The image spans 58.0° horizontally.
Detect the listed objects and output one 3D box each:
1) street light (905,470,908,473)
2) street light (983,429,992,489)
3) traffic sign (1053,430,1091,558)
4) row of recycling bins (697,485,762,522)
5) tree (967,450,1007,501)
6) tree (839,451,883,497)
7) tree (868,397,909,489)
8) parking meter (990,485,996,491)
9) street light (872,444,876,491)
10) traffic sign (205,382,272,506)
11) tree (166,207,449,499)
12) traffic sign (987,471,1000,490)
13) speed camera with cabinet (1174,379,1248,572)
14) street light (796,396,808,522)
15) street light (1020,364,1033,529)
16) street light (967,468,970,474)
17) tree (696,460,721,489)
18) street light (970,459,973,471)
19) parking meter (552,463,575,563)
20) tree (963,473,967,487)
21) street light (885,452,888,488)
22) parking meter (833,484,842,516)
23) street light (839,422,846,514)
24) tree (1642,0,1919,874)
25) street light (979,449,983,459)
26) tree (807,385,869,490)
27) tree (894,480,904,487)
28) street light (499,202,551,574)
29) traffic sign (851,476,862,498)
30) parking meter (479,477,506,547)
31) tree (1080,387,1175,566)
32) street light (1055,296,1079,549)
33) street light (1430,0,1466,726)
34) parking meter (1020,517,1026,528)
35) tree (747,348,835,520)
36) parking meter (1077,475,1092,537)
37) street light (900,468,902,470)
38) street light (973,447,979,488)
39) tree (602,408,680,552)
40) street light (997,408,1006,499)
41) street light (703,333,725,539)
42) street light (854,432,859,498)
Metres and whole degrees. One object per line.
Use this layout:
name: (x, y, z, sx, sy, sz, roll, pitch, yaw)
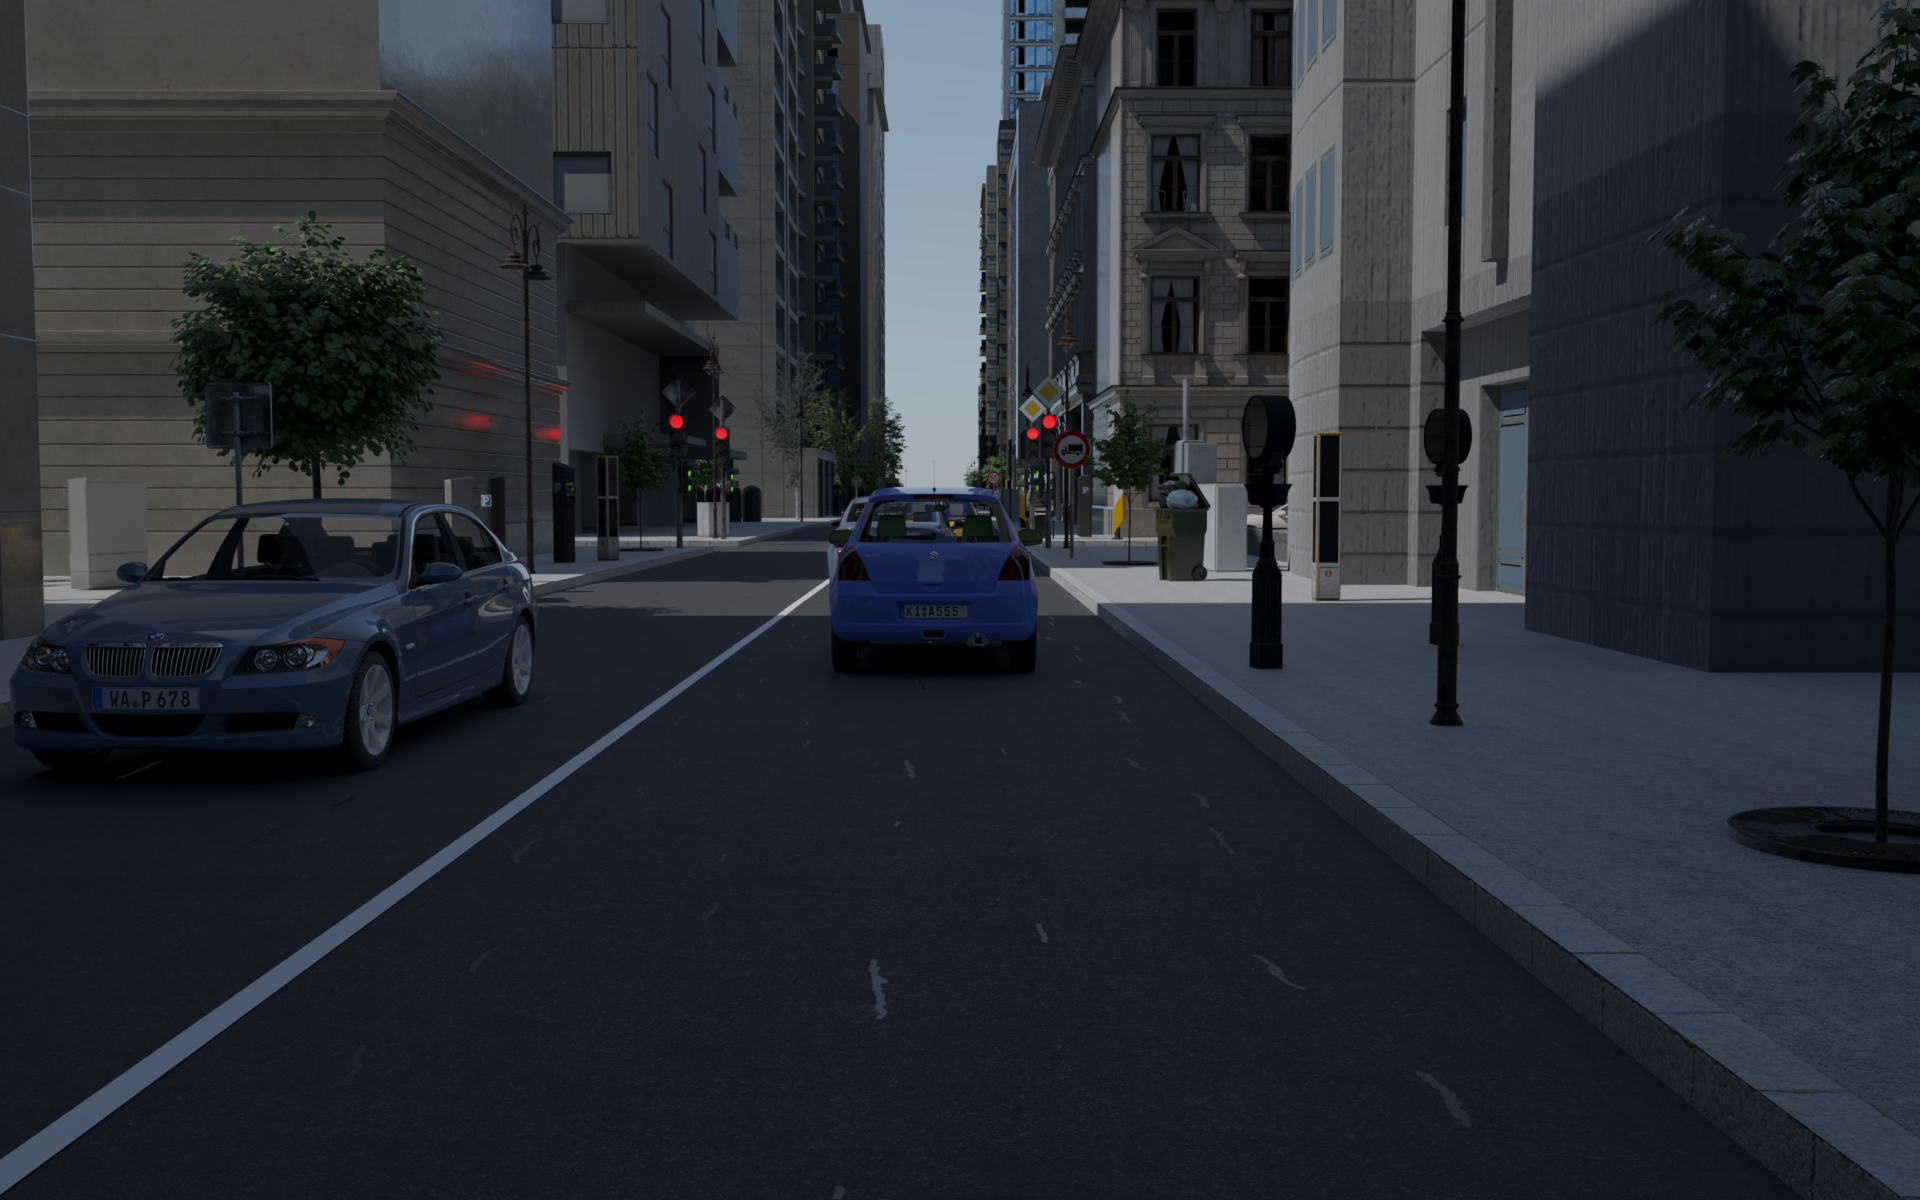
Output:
street light: (-8.418, -18.221, 270.703, 0.468, 5.910, 1.993, 0, 4, 0)
street light: (2.087, -9.200, 123.203, 0.468, 5.910, 1.993, 0, 4, 0)
traffic sign: (2.238, -2.111, 34.626, 0.768, 2.556, 0.104, 1, 4, 9)
row of recycling bins: (-10.781, -4.403, 79.106, 3.534, 1.692, 1.069, -2, 4, -24)
tree: (3.173, -8.851, 128.426, 4.285, 4.588, 4.351, 0, 3, 0)
tree: (-7.539, -9.027, 131.299, 4.285, 4.588, 4.351, 0, 3, 0)
tree: (-9.486, -17.303, 201.025, 7.486, 12.596, 7.792, 0, 3, 0)
parking meter: (1.890, -5.714, 99.138, 0.255, 1.863, 0.399, 2, 4, 26)
street light: (-7.723, -11.224, 156.306, 0.468, 5.910, 1.993, 0, 4, 0)
traffic sign: (-6.608, -0.841, 15.888, 0.606, 2.300, 0.079, 0, 4, 2)
tree: (-7.492, -2.216, 19.938, 4.285, 4.588, 4.351, 0, 3, 0)
traffic sign: (1.867, -5.881, 96.267, 0.768, 2.556, 0.104, 0, 4, 5)
speed camera with cabinet: (4.236, -2.140, 29.326, 0.660, 3.252, 2.038, -1, 4, -13)
street light: (-7.363, -6.585, 80.450, 0.468, 5.910, 1.993, 0, 4, 0)
street light: (2.400, -5.435, 61.655, 0.468, 5.910, 1.993, 0, 4, 0)
street light: (1.489, -15.193, 221.189, 0.468, 5.910, 1.993, 0, 4, 0)
tree: (-12.721, -6.204, 85.152, 4.285, 4.588, 4.351, 0, 3, 0)
street light: (1.652, -13.920, 200.386, 0.468, 5.910, 1.993, 0, 4, 0)
parking meter: (-7.368, -1.622, 32.233, 0.399, 1.863, 0.255, 3, 4, 38)
tree: (1.836, -13.694, 207.608, 4.285, 4.588, 4.351, 0, 3, 0)
street light: (-7.965, -13.091, 186.817, 0.468, 5.910, 1.993, 0, 4, 0)
parking meter: (-7.159, -5.796, 100.472, 0.399, 1.863, 0.255, 1, 4, 16)
street light: (-7.458, -8.450, 110.945, 0.468, 5.910, 1.993, 0, 4, 0)
tree: (3.285, -0.718, 6.344, 1.663, 3.219, 1.824, 0, 3, 0)
street light: (1.952, -10.184, 139.292, 0.468, 5.910, 1.993, 0, 4, 0)
tree: (-8.480, -10.253, 118.001, 4.737, 8.622, 4.395, 0, 3, 0)
tree: (-8.256, -15.457, 247.318, 1.663, 3.219, 1.824, 0, 3, 0)
street light: (-6.933, -3.364, 27.787, 0.468, 5.910, 1.993, 0, 4, 0)
traffic sign: (-7.235, -7.417, 121.379, 0.768, 2.556, 0.104, 0, 4, 5)
parking meter: (-6.770, -1.020, 25.082, 0.372, 1.533, 0.369, 0, 3, 0)
tree: (3.063, -2.262, 31.586, 1.663, 3.219, 1.824, 0, 3, 0)
street light: (2.508, -4.147, 40.593, 0.468, 5.910, 1.993, 0, 4, 0)
street light: (2.711, -2.244, 9.474, 0.468, 5.910, 1.993, 0, 4, 0)
parking meter: (2.421, -3.683, 65.924, 0.255, 1.863, 0.399, 0, 4, -3)
tree: (-8.339, -8.304, 86.139, 4.360, 8.622, 3.978, 0, 3, 0)
parking meter: (3.727, -2.847, 52.254, 0.255, 1.863, 0.399, 2, 4, 28)
street light: (-8.182, -16.336, 239.872, 0.468, 5.910, 1.993, 0, 4, 0)
street light: (1.801, -12.055, 169.892, 0.468, 5.910, 1.993, 0, 4, 0)
tree: (-7.160, -2.711, 38.930, 1.663, 3.219, 1.824, 0, 3, 0)
street light: (2.214, -7.335, 92.709, 0.468, 5.910, 1.993, 0, 4, 0)
street light: (-7.060, -4.711, 49.807, 0.468, 5.910, 1.993, 0, 4, 0)
street light: (-7.588, -9.356, 125.764, 0.468, 5.910, 1.993, 0, 4, 0)
